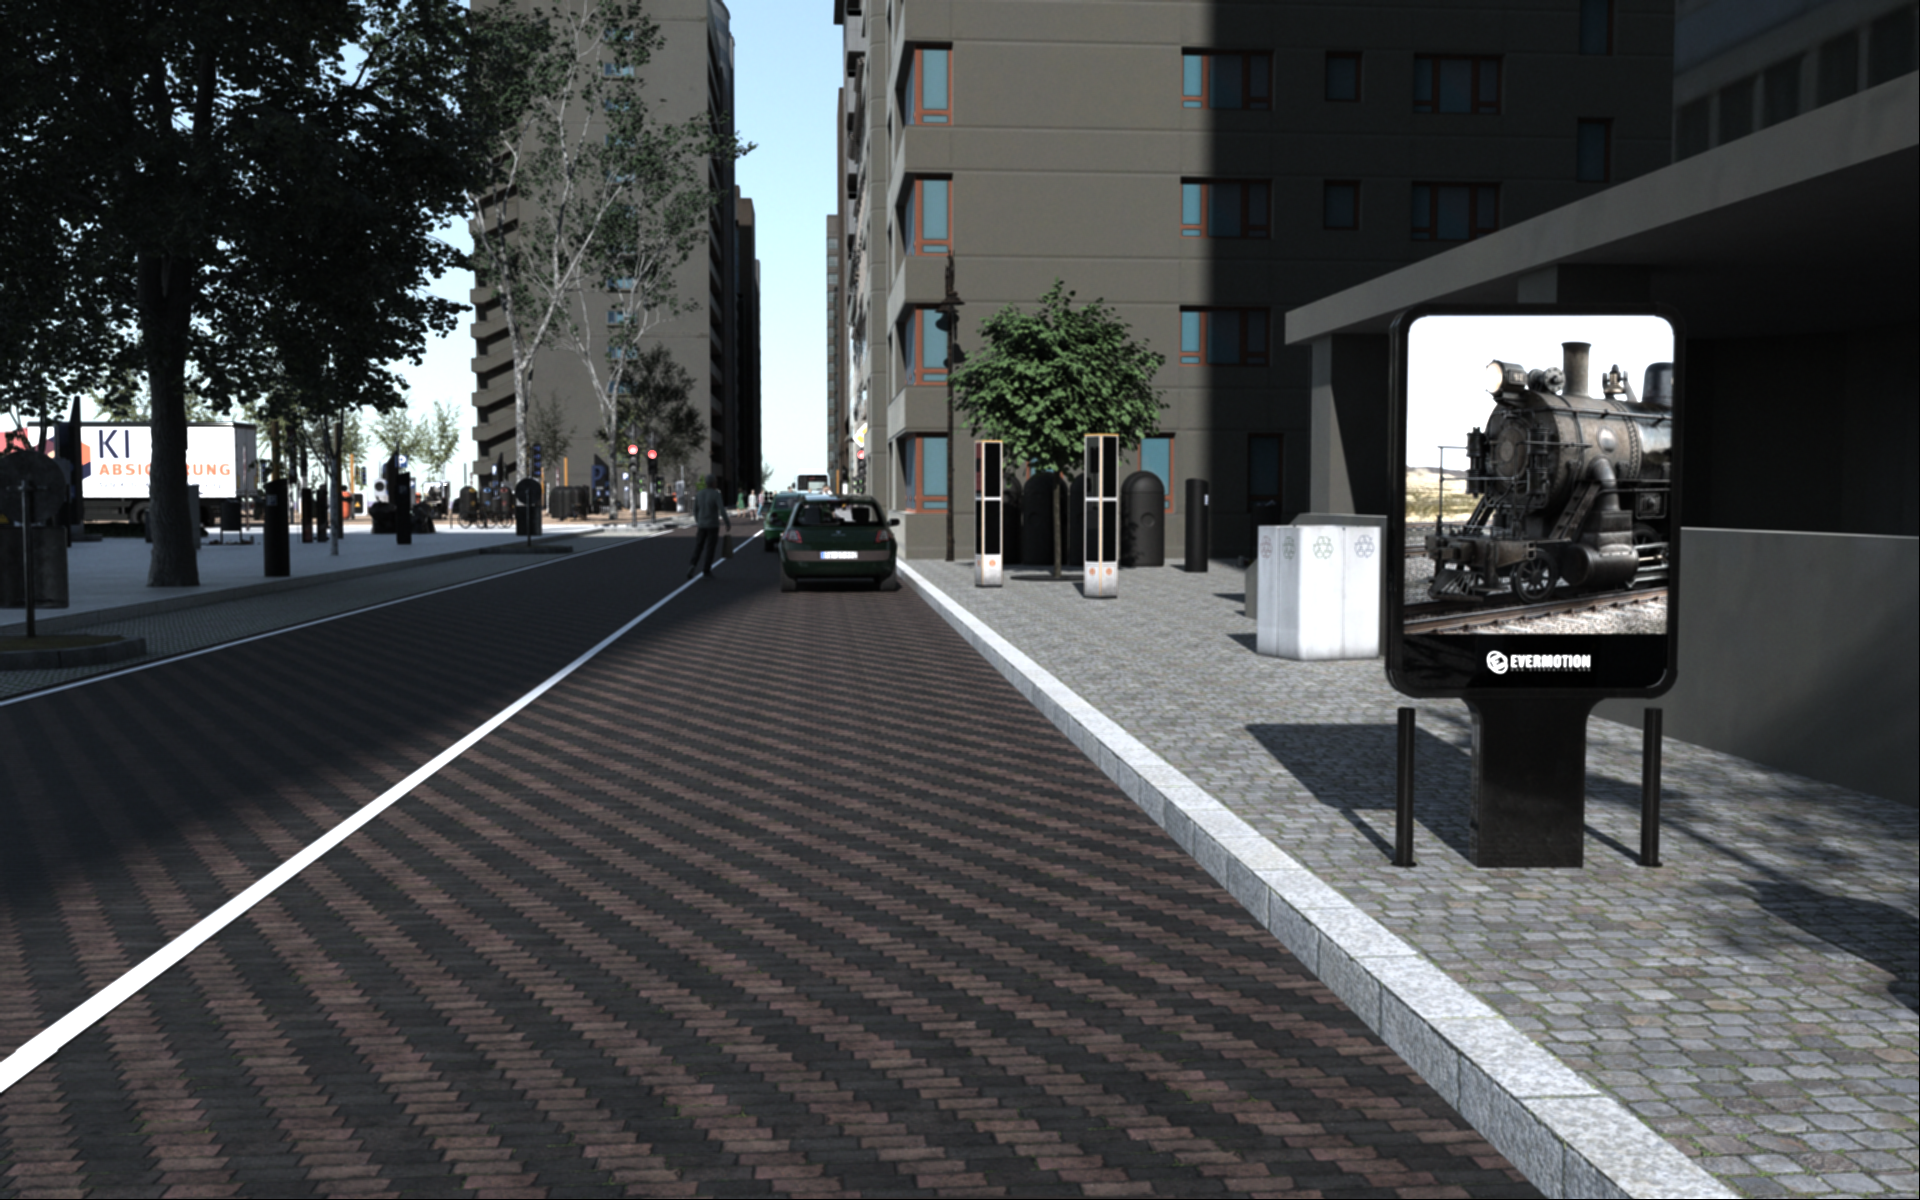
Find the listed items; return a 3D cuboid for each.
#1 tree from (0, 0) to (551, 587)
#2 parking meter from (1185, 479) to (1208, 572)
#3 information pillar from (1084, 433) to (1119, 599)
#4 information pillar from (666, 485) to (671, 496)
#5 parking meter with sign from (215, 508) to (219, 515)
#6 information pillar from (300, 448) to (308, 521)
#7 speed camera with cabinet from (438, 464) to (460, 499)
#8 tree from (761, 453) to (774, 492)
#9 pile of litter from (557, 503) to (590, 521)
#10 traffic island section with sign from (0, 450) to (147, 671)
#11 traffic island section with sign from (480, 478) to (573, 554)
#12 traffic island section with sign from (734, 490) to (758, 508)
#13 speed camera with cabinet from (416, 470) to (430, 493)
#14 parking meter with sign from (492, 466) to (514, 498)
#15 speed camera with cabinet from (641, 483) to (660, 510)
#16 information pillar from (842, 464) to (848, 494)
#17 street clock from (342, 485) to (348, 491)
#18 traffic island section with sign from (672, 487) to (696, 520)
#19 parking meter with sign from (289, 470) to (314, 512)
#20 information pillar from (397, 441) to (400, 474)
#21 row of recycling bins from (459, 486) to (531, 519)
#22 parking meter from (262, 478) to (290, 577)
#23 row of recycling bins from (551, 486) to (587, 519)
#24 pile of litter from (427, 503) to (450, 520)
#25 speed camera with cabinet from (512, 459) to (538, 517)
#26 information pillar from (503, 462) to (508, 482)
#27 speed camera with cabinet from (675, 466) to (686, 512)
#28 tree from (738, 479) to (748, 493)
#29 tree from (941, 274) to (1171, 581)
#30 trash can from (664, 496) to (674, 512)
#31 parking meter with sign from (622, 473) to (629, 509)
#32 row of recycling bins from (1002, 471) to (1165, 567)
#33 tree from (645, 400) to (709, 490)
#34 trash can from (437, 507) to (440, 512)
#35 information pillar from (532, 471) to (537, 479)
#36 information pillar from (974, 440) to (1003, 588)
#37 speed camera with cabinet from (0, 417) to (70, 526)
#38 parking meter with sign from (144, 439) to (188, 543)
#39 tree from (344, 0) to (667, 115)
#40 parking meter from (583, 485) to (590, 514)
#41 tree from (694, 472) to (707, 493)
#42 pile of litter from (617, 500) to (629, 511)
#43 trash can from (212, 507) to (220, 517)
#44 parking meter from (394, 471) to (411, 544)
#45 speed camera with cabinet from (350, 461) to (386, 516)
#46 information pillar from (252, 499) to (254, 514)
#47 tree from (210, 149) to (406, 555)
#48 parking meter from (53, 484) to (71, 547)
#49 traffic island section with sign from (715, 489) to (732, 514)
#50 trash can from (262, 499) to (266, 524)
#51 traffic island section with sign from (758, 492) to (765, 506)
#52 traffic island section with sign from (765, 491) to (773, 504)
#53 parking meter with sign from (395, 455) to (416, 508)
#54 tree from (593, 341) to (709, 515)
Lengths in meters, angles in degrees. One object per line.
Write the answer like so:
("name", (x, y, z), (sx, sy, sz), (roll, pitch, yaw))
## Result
("tree", (-10.907, -7.169, 23.861), (9.857, 13.997, 8.962), (0, 3, 0))
("parking meter", (3.889, -1.226, 28.458), (0.372, 1.533, 0.369), (0, 3, 0))
("information pillar", (1.729, -1.022, 21.210), (0.304, 2.012, 0.304), (-3, 4, -39))
("information pillar", (-23.027, -8.095, 136.848), (0.304, 2.012, 0.304), (3, 5, 42))
("parking meter with sign", (-42.431, -6.262, 98.649), (0.543, 3.016, 1.738), (-1, 4, -21))
("information pillar", (-30.931, -5.523, 81.659), (0.183, 3.616, 0.504), (1, 4, 12))
("speed camera with cabinet", (-33.423, -7.358, 114.632), (2.038, 3.252, 0.660), (0, 4, -7))
("tree", (-35.207, -21.801, 306.810), (4.360, 8.622, 3.978), (0, 3, 0))
("pile of litter", (-18.251, -4.176, 82.248), (1.719, 0.858, 1.176), (1, 4, 18))
("traffic island section with sign", (-8.170, -0.377, 14.786), (1.989, 1.847, 2.006), (0, 4, -5))
("traffic island section with sign", (-10.463, -2.039, 41.969), (1.989, 1.847, 2.006), (0, 4, -5))
("traffic island section with sign", (-21.566, -10.078, 173.400), (1.989, 1.847, 2.006), (0, 4, -5))
("speed camera with cabinet", (-42.485, -8.684, 136.322), (2.038, 3.252, 0.660), (-1, 4, -21))
("parking meter with sign", (-27.955, -6.775, 107.033), (1.738, 3.016, 0.543), (-3, 5, -42))
("speed camera with cabinet", (-24.675, -8.785, 137.968), (0.660, 3.252, 2.038), (1, 4, 20))
("information pillar", (-9.084, -8.905, 136.947), (0.504, 3.616, 0.183), (2, 4, 28))
("street clock", (-49.614, -8.259, 139.596), (0.471, 2.002, 0.358), (0, 4, -1))
("traffic island section with sign", (-15.137, -5.427, 97.364), (1.989, 1.847, 2.006), (0, 4, -5))
("parking meter with sign", (-48.267, -7.987, 126.855), (1.738, 3.016, 0.543), (-2, 4, -28))
("information pillar", (-24.553, -5.161, 75.731), (0.183, 3.616, 0.504), (-1, 4, -15))
("row of recycling bins", (-23.877, -5.007, 88.970), (3.534, 1.692, 1.069), (-1, 4, -20))
("parking meter", (-10.678, -1.140, 27.043), (0.372, 1.533, 0.369), (0, 3, 0))
("row of recycling bins", (-20.438, -5.087, 90.291), (1.069, 1.692, 3.534), (-2, 4, -33))
("pile of litter", (-26.183, -4.403, 85.950), (1.719, 0.858, 1.176), (2, 4, 24))
("speed camera with cabinet", (-24.612, -6.261, 96.711), (2.038, 3.252, 0.660), (-2, 4, -30))
("information pillar", (-33.085, -8.248, 126.206), (0.504, 3.616, 0.183), (3, 5, 43))
("speed camera with cabinet", (-19.752, -7.835, 122.434), (0.660, 3.252, 2.038), (0, 4, -5))
("tree", (-28.222, -14.011, 223.679), (1.663, 3.219, 1.824), (0, 3, 0))
("tree", (1.450, -2.597, 26.169), (4.285, 4.588, 4.351), (0, 3, 0))
("trash can", (-20.925, -6.903, 124.520), (0.748, 1.137, 0.748), (0, 3, 0))
("parking meter with sign", (-27.491, -8.952, 142.625), (0.543, 3.016, 1.738), (-1, 4, -12))
("row of recycling bins", (2.003, -1.482, 31.337), (3.534, 1.692, 1.069), (2, 4, 24))
("tree", (-21.078, -11.054, 131.095), (4.360, 8.622, 3.978), (0, 3, 0))
("trash can", (-32.842, -5.913, 108.339), (0.748, 1.137, 0.748), (0, 3, 0))
("information pillar", (-36.197, -9.566, 147.756), (0.504, 3.616, 0.183), (-1, 4, -18))
("information pillar", (0.392, -1.180, 23.779), (0.304, 2.012, 0.304), (-1, 4, -20))
("speed camera with cabinet", (-23.829, -3.058, 44.330), (2.038, 3.252, 0.660), (1, 4, 13))
("parking meter with sign", (-21.324, -3.071, 46.479), (0.543, 3.016, 1.738), (0, 4, -1))
("tree", (-13.527, -12.303, 57.050), (12.611, 20.169, 13.585), (0, 3, 0))
("parking meter", (-24.079, -6.476, 111.595), (0.399, 1.863, 0.255), (1, 4, 18))
("tree", (-22.153, -9.433, 148.830), (1.663, 3.219, 1.824), (0, 3, 0))
("pile of litter", (-26.244, -7.357, 134.252), (1.176, 0.858, 1.719), (0, 4, 3))
("trash can", (-41.284, -5.184, 96.406), (0.748, 1.137, 0.748), (0, 3, 0))
("parking meter", (-14.265, -2.361, 44.316), (0.399, 1.863, 0.255), (-1, 4, -19))
("speed camera with cabinet", (-34.833, -6.576, 101.849), (2.038, 3.252, 0.660), (-1, 4, -15))
("information pillar", (-44.398, -6.394, 109.028), (0.304, 2.012, 0.304), (-2, 4, -31))
("tree", (-13.325, -5.259, 36.344), (4.360, 8.622, 3.978), (0, 3, 0))
("parking meter", (-21.663, -2.040, 41.766), (0.372, 1.533, 0.369), (0, 3, 0))
("traffic island section with sign", (-17.414, -7.070, 124.223), (1.989, 1.847, 2.006), (0, 4, -5))
("trash can", (-21.199, -2.564, 53.575), (0.748, 1.137, 0.748), (0, 3, 0))
("traffic island section with sign", (-23.833, -11.721, 200.260), (1.989, 1.847, 2.006), (0, 4, -5))
("traffic island section with sign", (-28.535, -15.122, 255.878), (1.989, 1.847, 2.006), (0, 4, -5))
("parking meter with sign", (-24.592, -4.951, 77.204), (0.543, 3.016, 1.738), (-3, 4, -38))
("tree", (-18.529, -10.404, 104.514), (7.601, 10.594, 8.767), (-3, 5, -39))
